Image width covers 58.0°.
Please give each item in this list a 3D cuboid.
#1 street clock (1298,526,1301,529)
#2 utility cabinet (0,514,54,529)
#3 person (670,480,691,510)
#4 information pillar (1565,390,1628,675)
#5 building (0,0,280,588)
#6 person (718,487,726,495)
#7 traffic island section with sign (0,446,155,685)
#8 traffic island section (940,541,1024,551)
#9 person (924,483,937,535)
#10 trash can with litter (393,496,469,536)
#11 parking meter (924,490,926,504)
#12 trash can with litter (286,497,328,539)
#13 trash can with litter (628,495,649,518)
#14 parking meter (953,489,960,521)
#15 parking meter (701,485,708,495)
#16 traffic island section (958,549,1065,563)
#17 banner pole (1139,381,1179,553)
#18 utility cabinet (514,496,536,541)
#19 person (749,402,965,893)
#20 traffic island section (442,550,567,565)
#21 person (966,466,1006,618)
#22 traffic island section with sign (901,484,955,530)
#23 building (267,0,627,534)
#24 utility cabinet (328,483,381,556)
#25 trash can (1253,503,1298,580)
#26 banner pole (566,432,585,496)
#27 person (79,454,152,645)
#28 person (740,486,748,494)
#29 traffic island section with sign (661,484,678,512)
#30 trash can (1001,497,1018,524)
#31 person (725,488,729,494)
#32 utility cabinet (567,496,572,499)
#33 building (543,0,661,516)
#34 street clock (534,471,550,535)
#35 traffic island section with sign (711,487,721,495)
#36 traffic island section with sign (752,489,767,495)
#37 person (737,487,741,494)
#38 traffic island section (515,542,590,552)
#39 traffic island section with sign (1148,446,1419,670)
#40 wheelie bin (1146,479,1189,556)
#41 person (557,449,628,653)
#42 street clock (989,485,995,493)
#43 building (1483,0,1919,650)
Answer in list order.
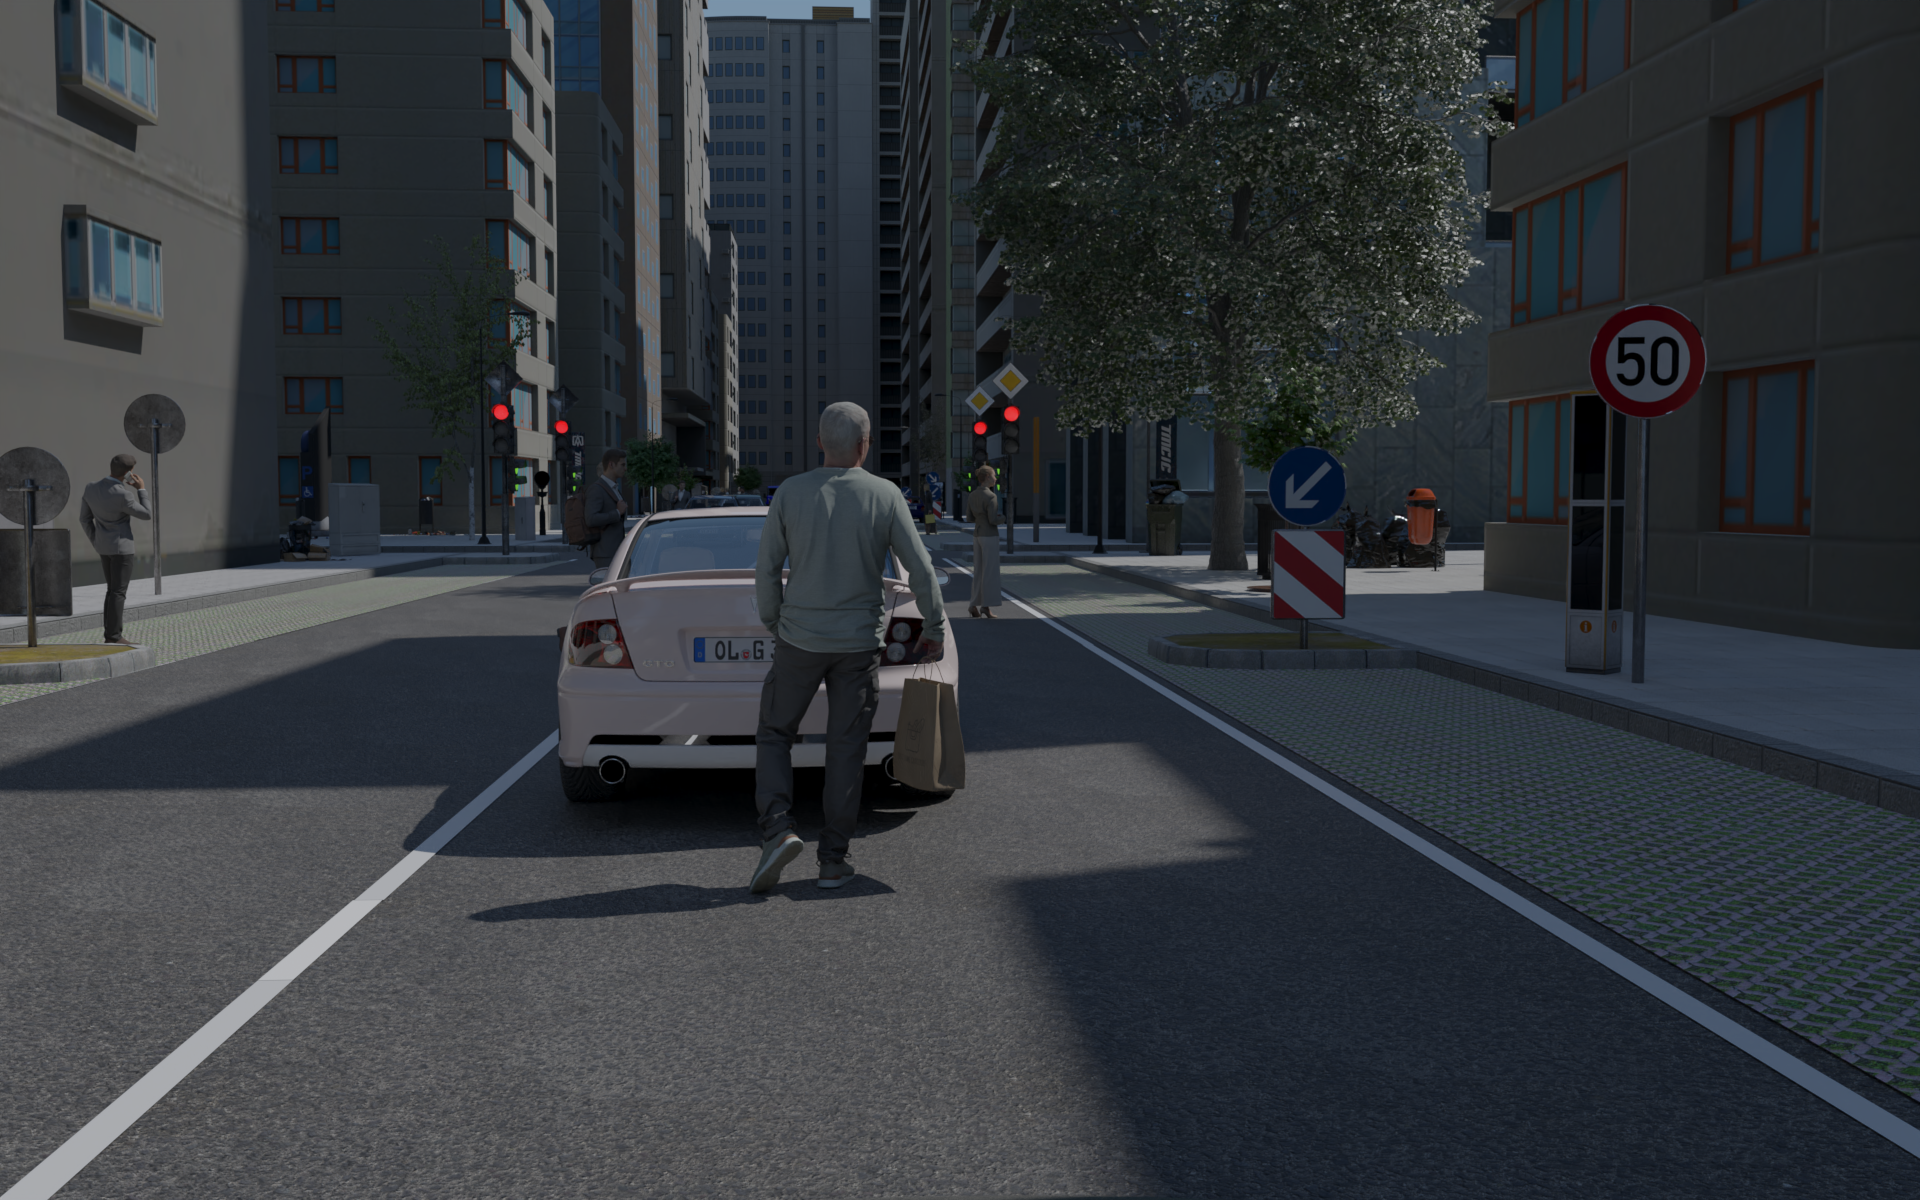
[{"bbox_3d":[7.247,-1.960,36.611,0.471,2.002,0.358,0,4,3],"label":"street clock"},{"bbox_3d":[-10.793,-0.512,19.534,0.306,1.237,1.020,3,5,39],"label":"utility cabinet"},{"bbox_3d":[-8.198,-2.595,50.891,0.622,1.834,0.822,-1,4,-14],"label":"person"},{"bbox_3d":[4.561,-0.484,12.411,0.304,2.012,0.304,3,5,44],"label":"information pillar"},{"bbox_3d":[-22.495,-24.222,19.735,21.600,48.544,21.300,0,4,-4],"label":"building"},{"bbox_3d":[-12.704,-5.278,95.017,1.509,1.804,0.699,2,4,29],"label":"person"},{"bbox_3d":[-7.624,-0.315,13.773,1.989,1.847,2.006,0,4,-4],"label":"traffic island section with sign"},{"bbox_3d":[0.527,-1.398,45.137,2.009,0.180,2.903,0,4,-4],"label":"traffic island section"},{"bbox_3d":[-1.041,-3.181,60.719,0.699,1.804,1.509,1,4,14],"label":"person"},{"bbox_3d":[-16.345,-2.618,53.858,2.233,1.210,1.678,1,4,22],"label":"trash can with litter"},{"bbox_3d":[-1.982,-5.833,101.080,0.255,1.863,0.399,0,4,1],"label":"parking meter"},{"bbox_3d":[-18.775,-2.322,49.030,1.678,1.210,2.233,-1,4,-22],"label":"trash can with litter"},{"bbox_3d":[-17.364,-5.048,93.594,2.233,1.210,1.678,0,4,-3],"label":"trash can with litter"},{"bbox_3d":[-0.149,-4.591,83.474,0.372,1.533,0.369,0,3,0],"label":"parking meter"},{"bbox_3d":[-16.983,-6.693,115.135,0.399,1.863,0.255,2,4,24],"label":"parking meter"},{"bbox_3d":[1.097,-0.911,37.172,2.009,0.180,2.903,0,4,-4],"label":"traffic island section"},{"bbox_3d":[4.342,-2.923,37.806,0.863,3.779,0.401,0,4,-2],"label":"banner pole"},{"bbox_3d":[-12.082,-2.258,48.087,0.306,1.237,1.020,-2,4,-31],"label":"utility cabinet"},{"bbox_3d":[-0.374,0.163,6.326,0.782,1.767,0.515,0,4,-4],"label":"person"},{"bbox_3d":[-9.568,-0.865,36.416,2.009,0.180,2.903,0,4,-4],"label":"traffic island section"},{"bbox_3d":[0.327,-0.669,19.983,0.362,1.759,0.519,-3,4,-36],"label":"person"},{"bbox_3d":[-1.218,-3.734,69.674,1.989,1.847,2.006,0,4,-4],"label":"traffic island section with sign"},{"bbox_3d":[-28.947,-13.650,68.218,27.650,21.520,28.899,0,4,-4],"label":"building"},{"bbox_3d":[-12.599,-1.675,36.073,0.318,1.500,1.173,2,4,23],"label":"utility cabinet"},{"bbox_3d":[4.779,-0.880,26.049,0.748,1.137,0.748,0,3,0],"label":"trash can"},{"bbox_3d":[-13.698,-4.368,61.440,0.863,3.779,0.401,-1,4,-12],"label":"banner pole"},{"bbox_3d":[-7.850,-0.456,16.132,0.592,1.802,0.473,3,4,36],"label":"person"},{"bbox_3d":[-9.606,-4.167,76.972,0.623,1.781,0.721,0,3,0],"label":"person"},{"bbox_3d":[-11.625,-3.728,69.589,1.989,1.847,2.006,0,4,-4],"label":"traffic island section with sign"},{"bbox_3d":[2.099,-3.782,73.490,0.748,1.137,0.748,0,3,0],"label":"trash can"},{"bbox_3d":[-14.364,-6.020,107.146,0.641,1.798,0.478,0,4,-6],"label":"person"},{"bbox_3d":[-12.929,-2.848,57.728,0.306,1.237,1.020,0,4,6],"label":"utility cabinet"},{"bbox_3d":[-26.437,-27.991,107.761,14.600,45.320,14.200,0,4,-4],"label":"building"},{"bbox_3d":[-12.973,-3.010,53.784,0.471,2.002,0.358,-1,4,-19],"label":"street clock"},{"bbox_3d":[-13.581,-5.405,96.991,1.989,1.847,2.006,0,4,-4],"label":"traffic island section with sign"},{"bbox_3d":[-17.086,-8.396,145.904,1.989,1.847,2.006,0,4,-4],"label":"traffic island section with sign"},{"bbox_3d":[-11.612,-5.099,92.044,0.590,1.801,0.661,0,4,6],"label":"person"},{"bbox_3d":[-10.138,-1.352,44.381,2.009,0.180,2.903,0,4,-4],"label":"traffic island section"},{"bbox_3d":[2.694,-0.390,15.002,1.989,1.847,2.006,0,4,-4],"label":"traffic island section with sign"},{"bbox_3d":[4.295,-1.727,36.143,0.980,1.594,0.693,2,4,24],"label":"wheelie bin"},{"bbox_3d":[-3.149,-0.422,15.369,0.822,1.834,0.622,0,4,-6],"label":"person"},{"bbox_3d":[1.225,-4.087,71.390,0.471,2.002,0.358,1,4,11],"label":"street clock"},{"bbox_3d":[21.807,-10.032,9.069,27.650,21.520,28.899,0,4,-4],"label":"building"}]
